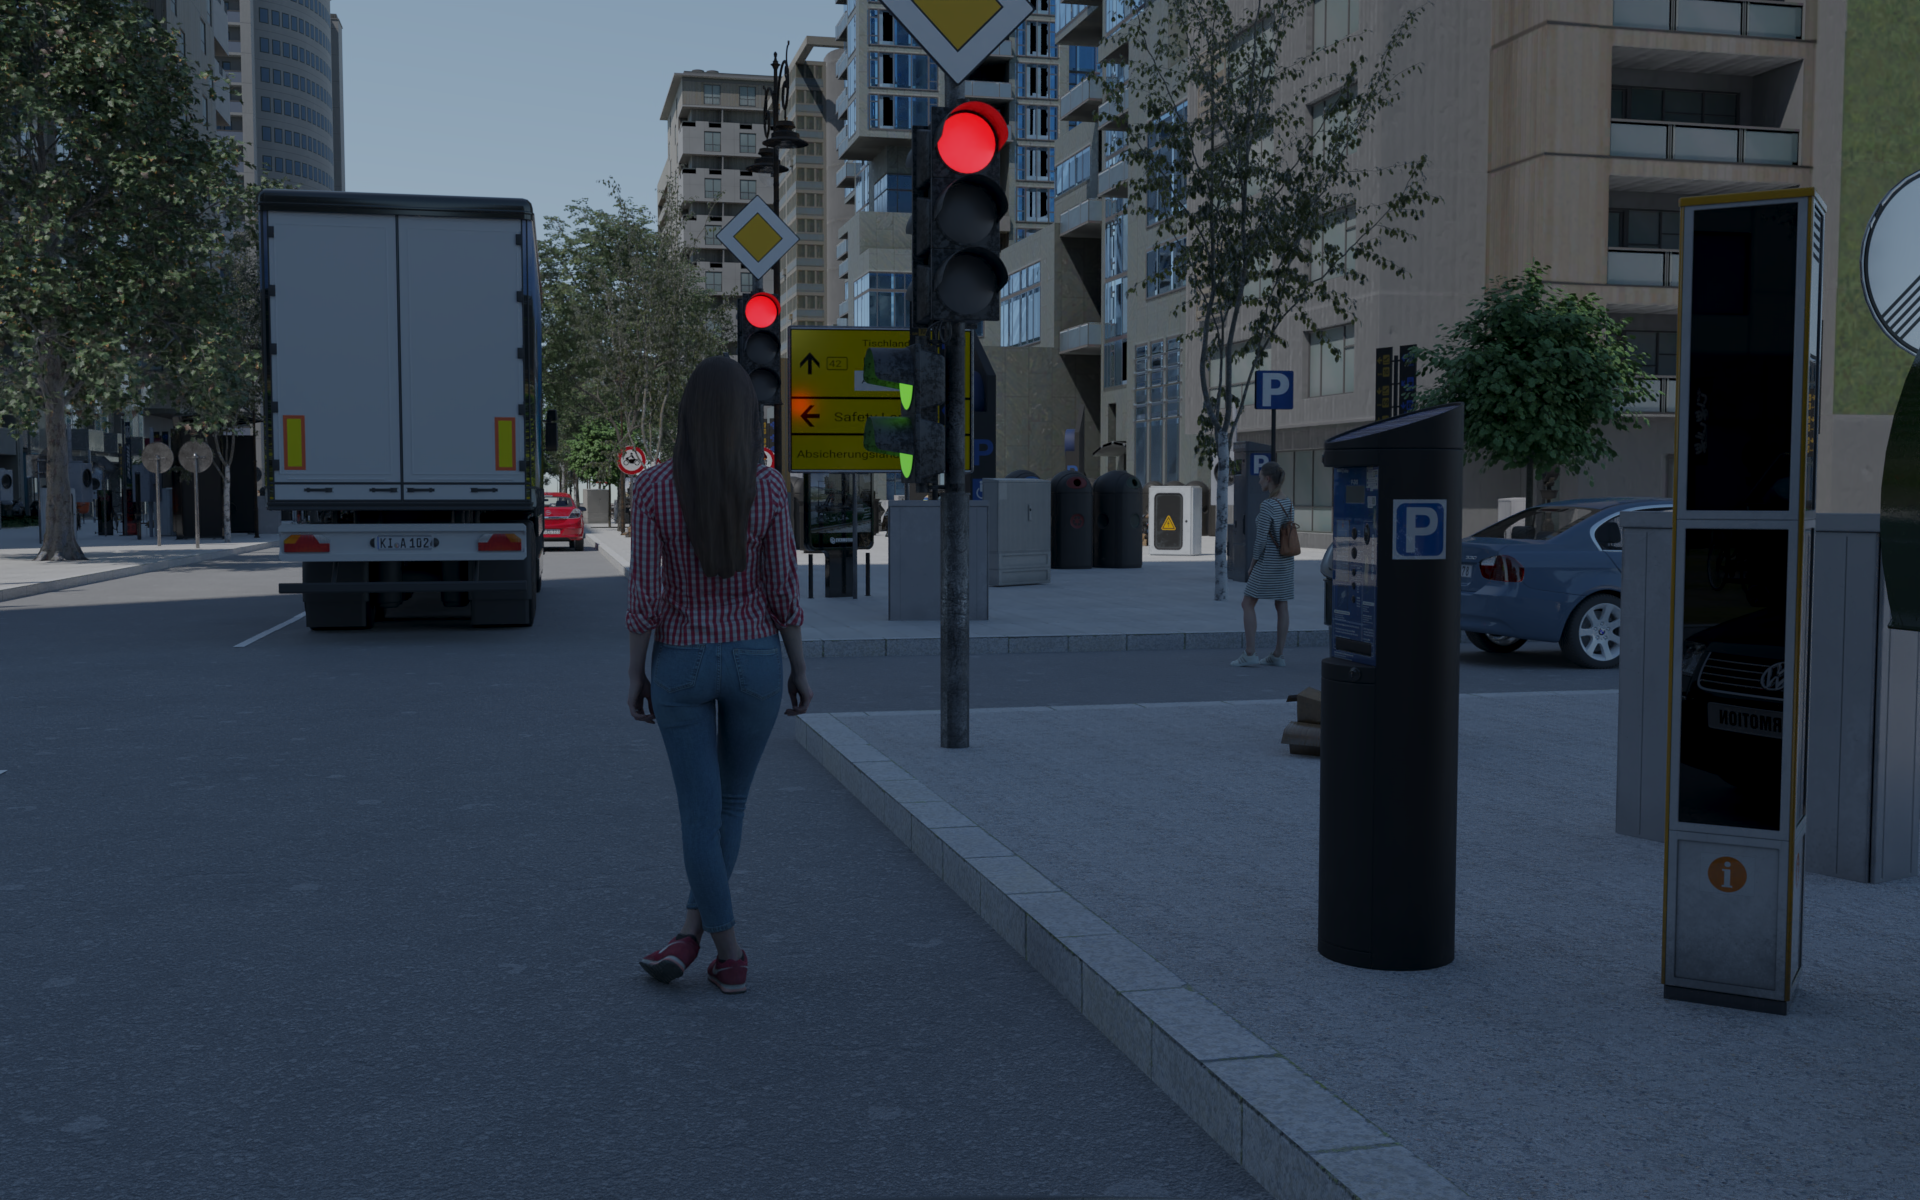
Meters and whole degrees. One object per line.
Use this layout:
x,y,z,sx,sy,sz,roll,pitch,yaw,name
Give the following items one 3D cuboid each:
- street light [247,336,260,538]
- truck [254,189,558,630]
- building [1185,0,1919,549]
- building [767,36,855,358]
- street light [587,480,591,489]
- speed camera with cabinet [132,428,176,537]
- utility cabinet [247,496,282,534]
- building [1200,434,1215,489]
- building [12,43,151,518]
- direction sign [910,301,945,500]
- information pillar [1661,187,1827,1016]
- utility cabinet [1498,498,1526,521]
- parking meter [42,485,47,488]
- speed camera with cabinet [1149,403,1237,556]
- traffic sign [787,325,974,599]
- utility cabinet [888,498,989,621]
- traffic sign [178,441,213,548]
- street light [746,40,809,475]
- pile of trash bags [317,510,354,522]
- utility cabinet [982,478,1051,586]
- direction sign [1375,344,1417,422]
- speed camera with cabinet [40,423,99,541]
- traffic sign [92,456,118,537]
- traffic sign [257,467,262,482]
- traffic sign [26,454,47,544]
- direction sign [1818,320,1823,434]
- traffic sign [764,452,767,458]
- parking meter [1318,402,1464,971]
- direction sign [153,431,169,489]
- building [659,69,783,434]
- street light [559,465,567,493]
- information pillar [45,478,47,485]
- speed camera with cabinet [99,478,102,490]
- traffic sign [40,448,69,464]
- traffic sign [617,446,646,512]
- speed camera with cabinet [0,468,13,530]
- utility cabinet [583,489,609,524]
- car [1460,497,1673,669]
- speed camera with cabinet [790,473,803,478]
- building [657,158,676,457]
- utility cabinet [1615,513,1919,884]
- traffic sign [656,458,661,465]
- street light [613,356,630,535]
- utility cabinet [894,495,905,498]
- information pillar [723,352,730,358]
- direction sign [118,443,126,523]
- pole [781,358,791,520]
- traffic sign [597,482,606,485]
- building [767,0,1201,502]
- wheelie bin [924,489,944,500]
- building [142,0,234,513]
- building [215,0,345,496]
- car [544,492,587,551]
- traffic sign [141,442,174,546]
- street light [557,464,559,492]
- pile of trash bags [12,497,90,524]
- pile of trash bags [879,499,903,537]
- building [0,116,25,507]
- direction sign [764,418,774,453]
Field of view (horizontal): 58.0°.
-20.603,-4.757,50.571,0.468,5.910,1.993,-1,4,-14,street light
-6.487,-2.002,21.644,2.839,4.237,11.283,-1,4,-13,truck
14.302,-21.813,40.231,14.086,41.232,14.154,-1,4,-14,building
-2.235,-27.712,144.973,32.217,40.220,23.993,-1,4,-14,building
-19.729,-7.270,91.655,0.468,5.910,1.993,-1,4,-14,street light
-24.175,-3.547,52.335,0.660,3.252,2.038,0,4,6,speed camera with cabinet
-22.444,-2.734,55.861,1.020,1.237,0.306,-2,4,-24,utility cabinet
12.929,-46.363,70.713,22.319,86.520,31.000,-1,4,-14,building
-58.535,-29.079,95.049,23.786,49.044,30.456,-1,4,-14,building
-0.287,-1.704,19.862,0.379,3.537,0.876,-3,5,-41,direction sign
1.983,0.006,4.389,0.304,2.012,0.304,2,4,31,information pillar
9.603,-1.162,30.160,0.306,1.237,1.020,0,4,6,utility cabinet
-25.852,-2.494,49.186,0.372,1.533,0.369,0,3,0,parking meter
4.942,-2.534,35.768,2.038,3.252,0.660,2,4,29,speed camera with cabinet
-0.960,-1.667,21.121,2.265,3.308,0.079,0,4,-7,traffic sign
-0.222,-0.398,17.673,1.020,1.237,0.306,0,4,-2,utility cabinet
-18.006,-2.491,40.834,0.768,2.556,0.104,-1,4,-11,traffic sign
-1.928,-2.782,18.274,0.468,5.910,1.993,-1,4,-14,street light
-27.981,-4.177,78.046,1.912,1.369,3.447,-1,4,-21,pile of trash bags
0.809,-0.955,24.285,0.318,1.500,1.173,3,5,40,utility cabinet
6.677,-2.117,26.610,0.379,3.537,0.876,-2,4,-28,direction sign
-24.714,-3.275,47.881,0.660,3.252,2.038,0,4,-3,speed camera with cabinet
-25.816,-3.125,52.280,0.795,2.450,0.064,-1,4,-13,traffic sign
-31.895,-4.775,78.176,0.768,2.556,0.104,0,4,-4,traffic sign
-23.666,-2.593,44.520,0.606,2.300,0.079,0,4,-6,traffic sign
10.806,-1.864,22.472,0.876,3.537,0.379,-1,4,-21,direction sign
-3.311,-1.576,25.771,0.884,2.594,0.081,-1,4,-11,traffic sign
1.188,0.221,4.790,0.372,1.533,0.369,0,3,0,parking meter
-28.911,-4.327,62.749,0.876,3.537,0.379,2,4,32,direction sign
-21.769,-38.333,215.977,28.713,52.752,27.495,-1,4,-14,building
-39.574,-12.270,173.396,0.468,5.910,1.993,-1,4,-14,street light
-27.331,-2.916,52.171,0.304,2.012,0.304,-3,4,-39,information pillar
-39.166,-5.035,76.659,2.038,3.252,0.660,-3,5,-45,speed camera with cabinet
-24.208,-2.824,46.281,0.768,2.556,0.104,0,4,-6,traffic sign
-8.618,-2.776,45.497,0.768,2.556,0.104,-1,4,-9,traffic sign
-34.363,-4.087,61.160,0.660,3.252,2.038,0,4,7,speed camera with cabinet
-15.530,-3.991,73.936,0.318,1.500,1.173,3,4,38,utility cabinet
6.275,-0.198,15.246,4.499,1.417,2.014,-1,4,-14,car
-5.993,-4.275,64.240,0.660,3.252,2.038,0,4,2,speed camera with cabinet
-30.140,-37.651,239.291,21.300,48.544,21.600,-1,4,-14,building
2.859,0.306,6.162,0.306,1.237,1.020,-2,4,-31,utility cabinet
-10.963,-3.854,63.013,0.884,2.594,0.081,-1,4,-12,traffic sign
-10.481,-4.948,53.688,0.468,5.910,1.993,-1,4,-14,street light
-2.723,-4.410,83.272,0.306,1.237,1.020,3,5,39,utility cabinet
-3.765,-2.275,28.543,0.183,3.616,0.504,-2,4,-31,information pillar
-37.545,-5.243,77.712,0.379,3.537,0.876,0,4,-6,direction sign
-2.654,-1.972,26.079,0.158,3.312,0.155,0,3,0,pole
-17.691,-5.254,85.900,0.884,2.594,0.081,-1,4,-10,traffic sign
-0.031,-49.124,115.852,22.319,86.520,31.000,-1,4,-14,building
-0.725,-3.052,57.807,0.980,1.594,0.693,0,4,-1,wheelie bin
-67.692,-32.614,122.478,28.713,52.752,27.495,-1,4,-14,building
-79.682,-39.606,189.564,21.231,58.520,28.212,-1,4,-14,building
-10.722,-2.185,44.761,2.155,1.783,4.494,-1,4,-15,car
-19.673,-2.591,42.473,0.768,2.556,0.104,0,4,-4,traffic sign
-48.308,-14.457,209.151,0.468,5.910,1.993,-1,4,-14,street light
-38.762,-3.897,73.461,3.447,1.369,1.912,-2,4,-25,pile of trash bags
-0.613,-2.550,51.445,3.447,1.369,1.912,3,5,40,pile of trash bags
-49.603,-26.877,63.143,21.300,48.544,21.600,-1,4,-14,building
-5.730,-3.664,51.899,0.379,3.537,0.876,-3,4,-37,direction sign
